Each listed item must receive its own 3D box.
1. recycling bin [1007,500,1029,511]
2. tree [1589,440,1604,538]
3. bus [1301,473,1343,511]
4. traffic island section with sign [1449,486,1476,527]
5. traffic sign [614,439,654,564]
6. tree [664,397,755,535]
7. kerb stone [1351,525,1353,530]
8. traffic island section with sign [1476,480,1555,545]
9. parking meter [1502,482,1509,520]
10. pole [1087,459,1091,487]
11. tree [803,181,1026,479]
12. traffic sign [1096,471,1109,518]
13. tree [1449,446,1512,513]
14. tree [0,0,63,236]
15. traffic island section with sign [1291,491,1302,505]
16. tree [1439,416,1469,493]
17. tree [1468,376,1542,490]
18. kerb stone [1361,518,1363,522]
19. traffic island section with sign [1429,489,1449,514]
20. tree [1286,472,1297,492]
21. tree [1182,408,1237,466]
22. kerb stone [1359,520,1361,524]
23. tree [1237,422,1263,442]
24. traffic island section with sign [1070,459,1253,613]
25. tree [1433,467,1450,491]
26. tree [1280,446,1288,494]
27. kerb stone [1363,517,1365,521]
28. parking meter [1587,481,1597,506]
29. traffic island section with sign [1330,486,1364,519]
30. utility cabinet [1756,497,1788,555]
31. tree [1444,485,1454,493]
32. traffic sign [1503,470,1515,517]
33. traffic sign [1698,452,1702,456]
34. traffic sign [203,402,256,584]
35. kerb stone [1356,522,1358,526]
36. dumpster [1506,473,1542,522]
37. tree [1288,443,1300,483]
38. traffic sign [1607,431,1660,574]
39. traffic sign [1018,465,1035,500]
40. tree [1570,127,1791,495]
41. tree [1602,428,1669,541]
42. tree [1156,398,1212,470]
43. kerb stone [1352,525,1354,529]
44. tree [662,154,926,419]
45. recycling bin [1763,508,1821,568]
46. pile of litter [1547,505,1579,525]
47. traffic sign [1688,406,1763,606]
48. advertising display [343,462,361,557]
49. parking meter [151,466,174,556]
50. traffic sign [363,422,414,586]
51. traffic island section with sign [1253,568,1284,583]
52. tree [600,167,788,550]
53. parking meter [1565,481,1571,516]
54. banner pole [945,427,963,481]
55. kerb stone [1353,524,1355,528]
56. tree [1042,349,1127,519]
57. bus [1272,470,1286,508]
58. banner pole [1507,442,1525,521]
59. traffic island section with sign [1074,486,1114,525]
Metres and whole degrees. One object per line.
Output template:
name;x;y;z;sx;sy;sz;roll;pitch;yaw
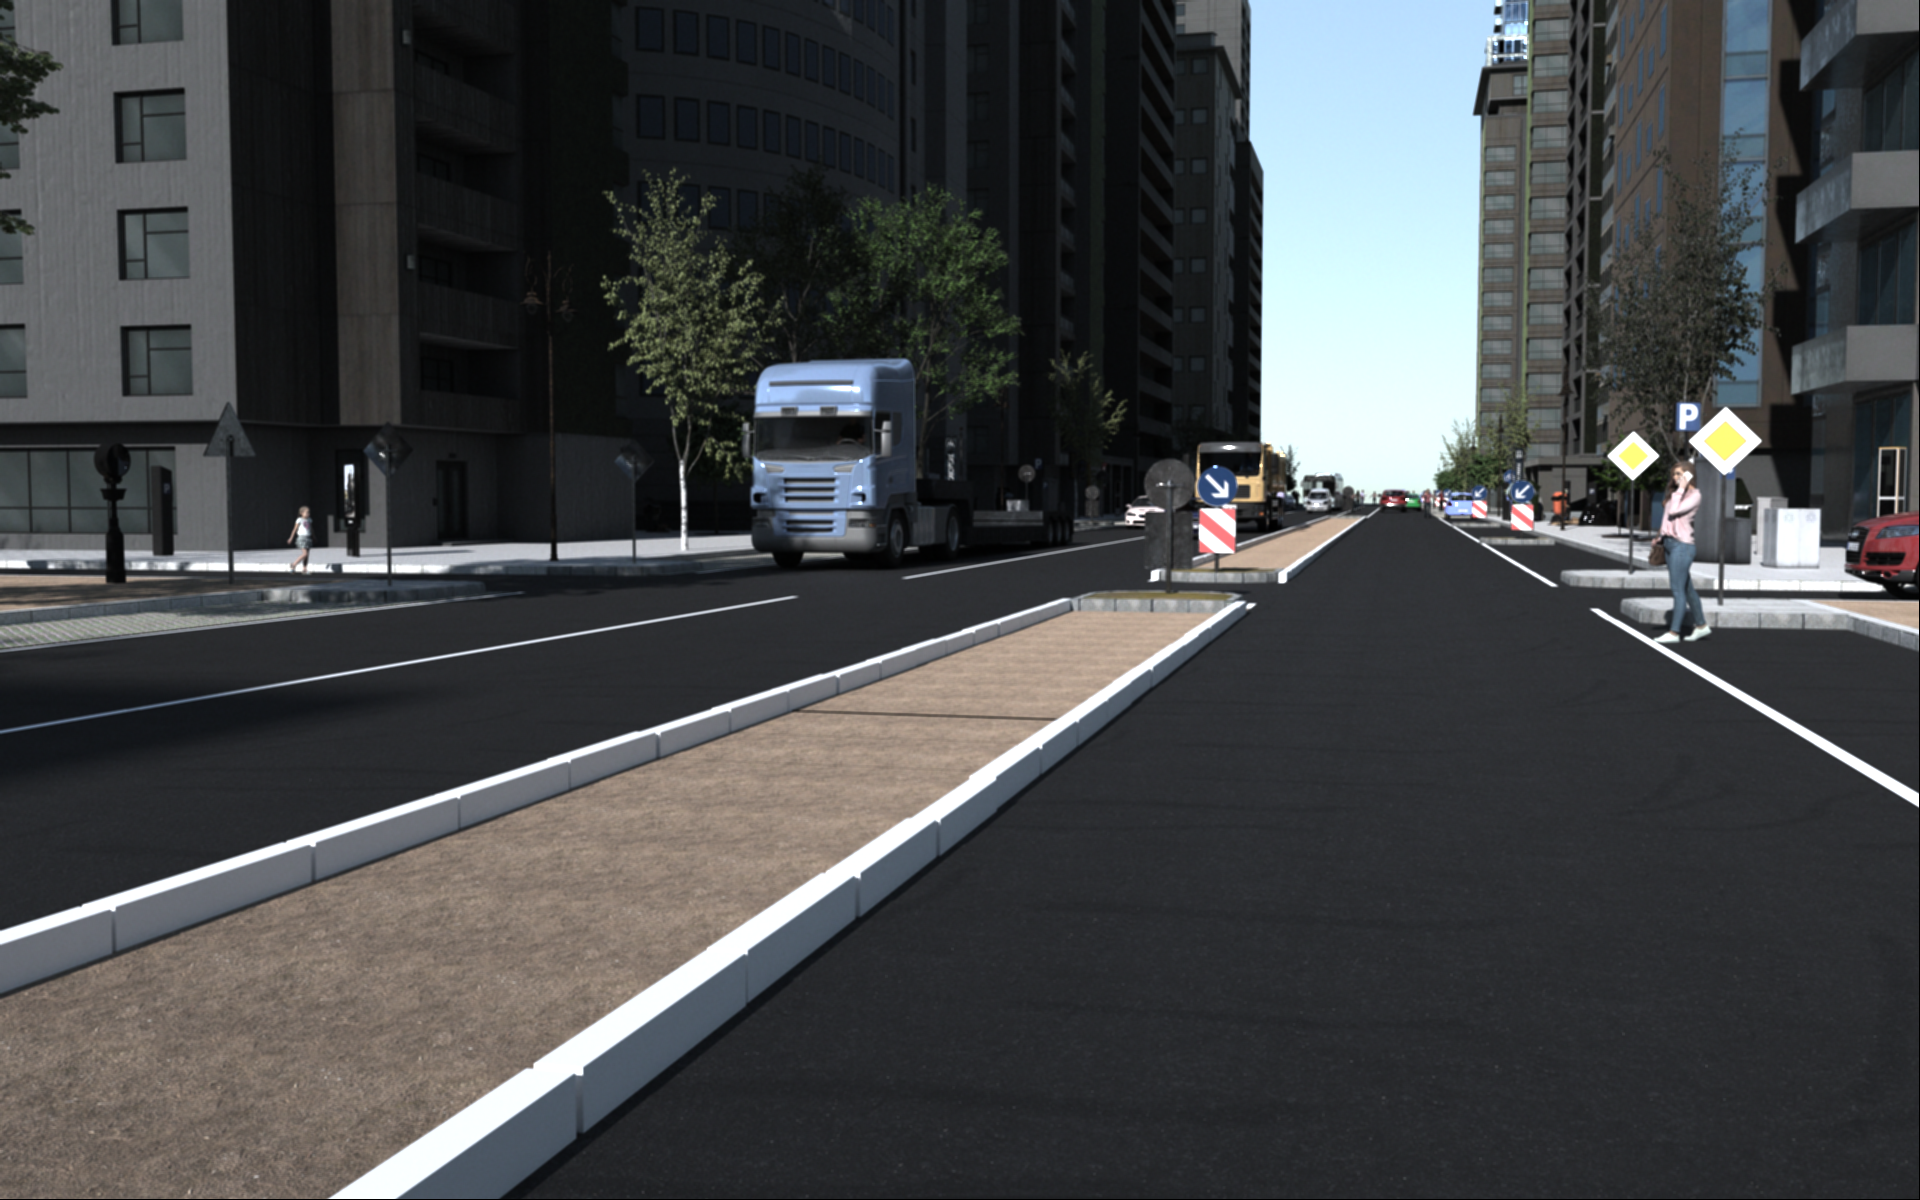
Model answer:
recycling bin;2.477;-3.769;74.170;0.722;1.027;0.722;3;4;39
tree;19.311;-3.446;50.944;1.663;3.219;1.824;0;3;0
bus;30.837;-9.298;146.881;2.948;3.499;13.247;1;4;16
traffic island section with sign;22.674;-4.127;76.112;1.989;1.847;2.006;1;4;14
traffic sign;-5.999;-1.726;31.861;0.795;2.450;0.064;1;4;14
tree;-7.753;-4.364;55.068;4.285;4.588;4.351;0;3;0
kerb stone;14.695;-2.649;65.511;0.120;0.150;1.000;1;4;14
traffic island section with sign;16.057;-2.529;49.979;1.989;1.847;2.006;1;4;14
parking meter;26.704;-4.833;84.733;0.255;1.863;0.399;1;4;9
pole;7.367;-6.436;99.079;0.158;3.312;0.155;0;3;0
tree;-1.505;-8.155;59.082;9.928;11.665;9.643;0;3;0
traffic sign;7.720;-5.739;93.943;0.768;2.556;0.104;1;4;23
tree;35.761;-8.148;116.928;4.285;4.588;4.351;0;3;0
tree;-12.245;-6.019;16.534;7.486;12.596;7.792;0;3;0
traffic island section with sign;45.317;-13.835;234.822;1.989;1.847;2.006;1;4;14
tree;47.187;-12.973;162.474;4.737;8.622;4.395;0;3;0
tree;34.554;-9.690;108.800;4.737;8.622;4.395;0;3;0
kerb stone;19.471;-3.803;84.411;0.120;0.150;1.000;1;4;14
traffic island section with sign;34.988;-7.104;124.785;1.989;1.847;2.006;1;4;14
tree;48.079;-16.620;255.452;4.285;4.588;4.351;0;3;0
tree;21.247;-12.164;149.238;4.737;8.622;4.395;0;3;0
kerb stone;17.966;-3.437;78.461;0.120;0.150;1.000;1;4;14
tree;28.080;-13.676;173.969;4.737;8.622;4.395;0;3;0
traffic island section with sign;2.542;-0.834;21.777;2.006;1.907;1.989;1;4;14
tree;53.506;-12.395;186.371;4.285;4.588;4.351;0;3;0
tree;34.368;-15.311;200.696;4.737;8.622;4.395;0;3;0
kerb stone;20.239;-3.988;87.398;0.120;0.150;1.000;1;4;14
parking meter;27.482;-4.258;75.334;0.399;1.863;0.255;2;4;28
traffic island section with sign;22.790;-5.729;101.810;2.006;1.907;1.989;1;4;14
utility cabinet;17.180;-1.557;36.626;0.306;1.237;1.020;3;5;44
tree;57.851;-12.825;204.297;1.663;3.219;1.824;0;3;0
traffic sign;28.785;-5.532;90.558;0.768;2.556;0.104;1;4;20
traffic sign;14.583;-2.032;33.322;0.768;2.556;0.104;1;4;21
traffic sign;-10.356;-1.501;24.544;0.884;2.594;0.081;1;4;17
kerb stone;16.697;-3.136;73.473;0.120;0.150;1.000;1;4;14
dumpster;26.484;-4.822;81.332;1.502;2.255;1.985;1;4;14
tree;47.201;-18.362;250.586;4.737;8.622;4.395;0;3;0
traffic sign;10.715;-1.467;27.627;0.795;2.450;0.064;1;4;14
traffic sign;2.879;-4.585;75.064;0.768;2.556;0.104;1;4;20
tree;14.991;-5.215;35.636;4.360;8.622;3.978;0;3;0
tree;18.981;-3.228;47.379;1.663;3.219;1.824;0;3;0
tree;17.119;-11.137;132.452;4.360;8.622;3.978;0;3;0
kerb stone;14.947;-2.710;66.510;0.120;0.150;1.000;1;4;14
tree;-4.704;-6.917;47.510;7.601;10.594;8.767;1;4;17
recycling bin;14.513;-1.081;30.231;0.722;1.027;0.722;0;4;5
pile of litter;25.347;-3.558;72.142;1.719;0.858;1.176;1;4;13
traffic sign;8.757;-0.993;19.885;0.795;2.450;0.064;1;4;14
advertising display;-12.492;-1.859;35.604;0.123;1.923;0.974;-2;4;-32
parking meter;-16.623;-1.859;36.103;0.255;1.863;0.399;1;4;12
traffic sign;-7.958;-1.252;24.119;0.795;2.450;0.064;1;4;14
traffic island section with sign;4.368;-1.273;28.956;2.006;1.907;1.989;1;4;14
tree;-6.204;-5.434;39.215;4.737;8.622;4.395;0;3;0
parking meter;26.335;-4.253;75.253;0.255;1.863;0.399;2;4;34
banner pole;-0.182;-4.561;64.589;0.863;3.779;0.401;-1;4;-10
kerb stone;15.451;-2.831;68.509;0.120;0.150;1.000;1;4;14
tree;6.107;-8.421;88.045;4.737;8.622;4.395;0;3;0
bus;24.191;-8.920;137.392;2.896;3.916;12.252;1;4;15
banner pole;26.565;-5.672;82.753;0.401;3.779;0.863;-2;4;-29
traffic island section with sign;6.043;-4.340;79.591;1.989;1.847;2.006;1;4;14
